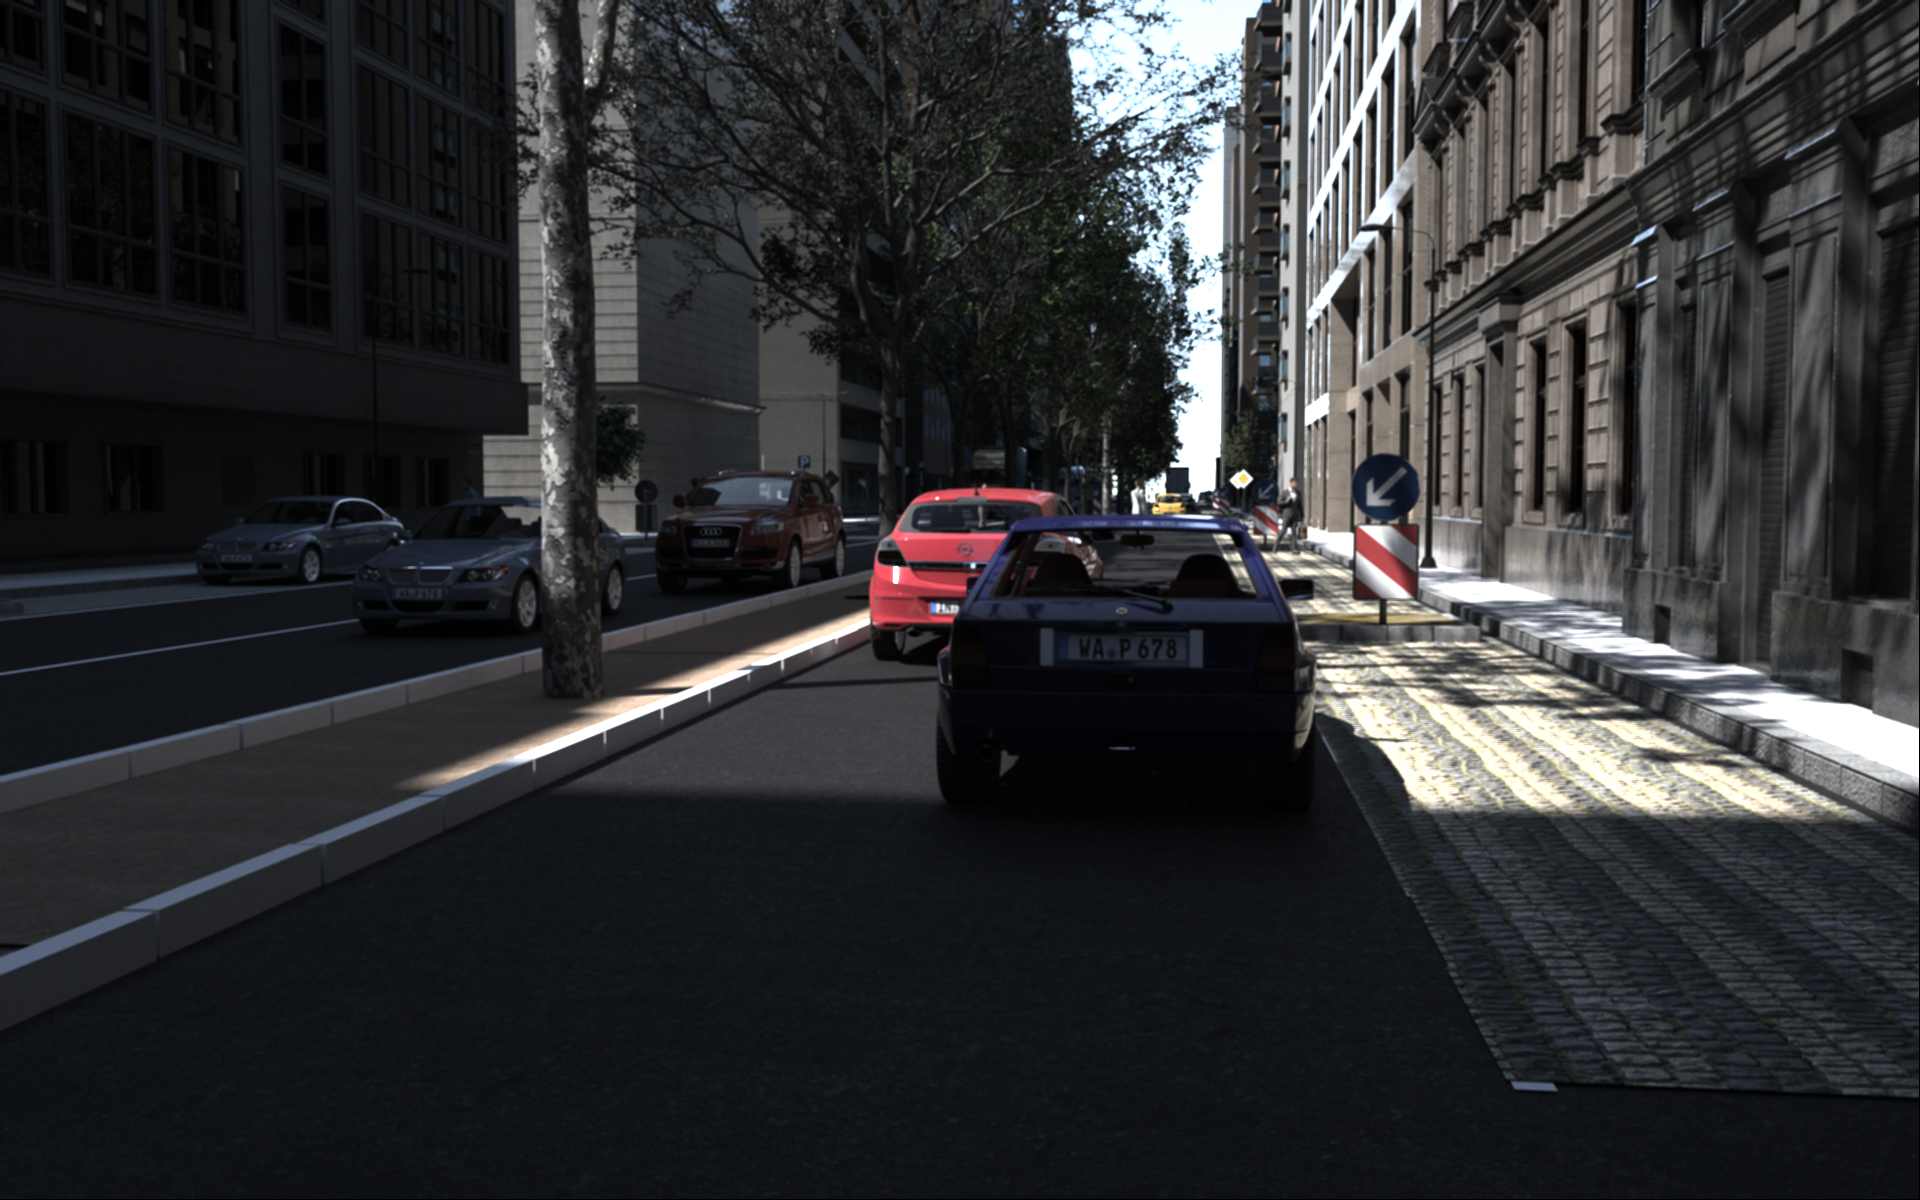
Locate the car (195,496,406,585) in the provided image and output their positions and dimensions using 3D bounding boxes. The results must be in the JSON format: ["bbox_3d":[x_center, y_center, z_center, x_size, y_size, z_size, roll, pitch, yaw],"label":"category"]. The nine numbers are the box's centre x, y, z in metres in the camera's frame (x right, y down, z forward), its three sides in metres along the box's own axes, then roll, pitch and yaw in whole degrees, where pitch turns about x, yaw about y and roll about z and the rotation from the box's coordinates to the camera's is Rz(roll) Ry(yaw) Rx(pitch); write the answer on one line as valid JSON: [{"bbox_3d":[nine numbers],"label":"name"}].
[{"bbox_3d":[-10.819,-1.024,28.741,2.014,1.417,4.499,0,4,8],"label":"car"}]

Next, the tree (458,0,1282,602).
[{"bbox_3d":[-0.979,-6.751,23.212,12.009,13.543,11.850,0,3,0],"label":"tree"}]

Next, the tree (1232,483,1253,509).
[{"bbox_3d":[25.150,-9.750,154.009,1.663,3.219,1.824,0,3,0],"label":"tree"}]

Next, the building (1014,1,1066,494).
[{"bbox_3d":[5.098,-57.442,251.854,22.319,86.520,31.000,0,4,8],"label":"building"}]

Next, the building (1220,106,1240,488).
[{"bbox_3d":[50.126,-44.028,261.850,21.231,58.520,28.212,0,4,8],"label":"building"}]

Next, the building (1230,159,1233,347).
[{"bbox_3d":[41.017,-34.703,217.497,14.600,45.320,14.200,0,4,8],"label":"building"}]

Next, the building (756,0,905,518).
[{"bbox_3d":[-15.405,-29.036,98.441,21.300,48.544,21.600,0,4,8],"label":"building"}]

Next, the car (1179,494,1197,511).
[{"bbox_3d":[18.833,-8.169,145.353,2.131,1.459,4.920,0,4,8],"label":"car"}]

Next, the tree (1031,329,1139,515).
[{"bbox_3d":[4.707,-6.952,66.480,4.360,8.622,3.978,0,3,0],"label":"tree"}]

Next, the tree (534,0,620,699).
[{"bbox_3d":[-1.635,-9.312,10.600,12.611,20.169,13.585,0,3,0],"label":"tree"}]

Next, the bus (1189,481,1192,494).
[{"bbox_3d":[34.547,-17.010,269.660,2.896,3.916,12.252,1,4,9],"label":"bus"}]

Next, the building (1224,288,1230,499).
[{"bbox_3d":[43.987,-28.756,241.869,14.160,30.474,14.107,0,4,8],"label":"building"}]

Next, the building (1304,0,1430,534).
[{"bbox_3d":[20.965,-15.016,50.024,19.350,26.468,34.151,0,4,8],"label":"building"}]

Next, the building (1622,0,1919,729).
[{"bbox_3d":[9.571,-9.587,5.894,9.793,20.994,18.267,0,4,8],"label":"building"}]

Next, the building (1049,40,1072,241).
[{"bbox_3d":[9.550,-51.388,278.441,20.563,71.187,20.611,0,4,8],"label":"building"}]

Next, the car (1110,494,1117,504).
[{"bbox_3d":[22.452,-14.856,254.890,2.014,1.417,4.499,0,4,7],"label":"car"}]

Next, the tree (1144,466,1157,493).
[{"bbox_3d":[9.890,-9.401,106.531,4.360,8.622,3.978,0,3,0],"label":"tree"}]

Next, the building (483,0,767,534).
[{"bbox_3d":[-30.505,-17.674,65.377,44.131,29.872,17.030,0,4,8],"label":"building"}]

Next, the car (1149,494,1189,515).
[{"bbox_3d":[10.747,-4.817,88.979,2.015,1.641,3.980,0,4,6],"label":"car"}]

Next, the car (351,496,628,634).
[{"bbox_3d":[-5.088,-0.447,19.316,2.014,1.417,4.499,0,4,7],"label":"car"}]

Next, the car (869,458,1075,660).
[{"bbox_3d":[0.353,-0.447,16.346,2.155,1.783,4.494,1,4,8],"label":"car"}]

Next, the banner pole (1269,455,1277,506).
[{"bbox_3d":[20.002,-7.372,110.546,0.401,3.779,0.863,-2,4,-35],"label":"banner pole"}]

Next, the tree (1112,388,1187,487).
[{"bbox_3d":[15.595,-13.975,149.068,7.486,12.596,7.792,0,3,0],"label":"tree"}]

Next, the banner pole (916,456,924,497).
[{"bbox_3d":[-2.642,-7.548,113.425,0.401,3.779,0.863,3,5,43],"label":"banner pole"}]

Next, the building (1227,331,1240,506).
[{"bbox_3d":[44.519,-21.449,195.731,27.650,21.520,28.899,0,4,8],"label":"building"}]

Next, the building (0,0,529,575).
[{"bbox_3d":[-19.561,-14.702,33.889,14.314,27.812,24.014,0,4,8],"label":"building"}]

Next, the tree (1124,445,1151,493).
[{"bbox_3d":[14.877,-11.621,142.815,4.737,8.622,4.395,0,3,0],"label":"tree"}]

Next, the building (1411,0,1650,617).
[{"bbox_3d":[12.574,-9.776,24.460,10.561,19.102,19.286,0,4,8],"label":"building"}]

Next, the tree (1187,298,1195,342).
[{"bbox_3d":[2.632,-6.983,51.047,8.767,10.594,7.601,0,4,8],"label":"tree"}]

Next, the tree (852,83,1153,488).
[{"bbox_3d":[1.161,-6.977,42.284,9.928,11.665,9.643,0,3,0],"label":"tree"}]

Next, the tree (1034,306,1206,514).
[{"bbox_3d":[9.239,-11.003,99.358,9.611,12.733,9.660,0,3,0],"label":"tree"}]

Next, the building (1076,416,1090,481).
[{"bbox_3d":[15.098,-39.517,296.220,14.600,45.320,14.200,0,4,8],"label":"building"}]

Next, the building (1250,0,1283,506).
[{"bbox_3d":[32.140,-28.638,122.852,22.147,44.769,28.867,0,4,8],"label":"building"}]

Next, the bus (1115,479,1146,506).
[{"bbox_3d":[20.479,-12.958,206.730,2.948,3.499,13.247,1,4,10],"label":"bus"}]

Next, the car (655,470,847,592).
[{"bbox_3d":[-3.150,-1.118,26.954,2.281,1.827,5.304,0,4,8],"label":"car"}]

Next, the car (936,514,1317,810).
[{"bbox_3d":[0.938,0.202,9.284,1.945,1.354,3.894,0,4,8],"label":"car"}]

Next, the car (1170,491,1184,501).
[{"bbox_3d":[15.841,-7.337,130.183,2.015,1.641,3.980,0,4,8],"label":"car"}]

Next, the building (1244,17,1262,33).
[{"bbox_3d":[33.023,-31.202,160.263,14.600,45.320,14.200,0,4,8],"label":"building"}]

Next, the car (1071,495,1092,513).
[{"bbox_3d":[9.506,-7.386,132.766,2.014,1.417,4.499,1,4,8],"label":"car"}]

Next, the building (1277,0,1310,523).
[{"bbox_3d":[26.768,-28.232,85.288,21.600,48.544,21.300,0,4,8],"label":"building"}]

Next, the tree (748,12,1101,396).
[{"bbox_3d":[-0.174,-5.890,33.169,8.767,10.594,7.601,0,4,8],"label":"tree"}]

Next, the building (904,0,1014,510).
[{"bbox_3d":[-3.033,-30.360,146.494,14.600,45.320,14.200,0,4,8],"label":"building"}]

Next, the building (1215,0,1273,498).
[{"bbox_3d":[54.687,-59.829,290.880,22.319,86.520,31.000,0,4,8],"label":"building"}]

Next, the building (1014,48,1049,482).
[{"bbox_3d":[-3.518,-38.000,210.533,28.713,52.752,27.495,0,4,8],"label":"building"}]

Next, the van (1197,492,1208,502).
[{"bbox_3d":[40.942,-17.434,292.048,2.013,2.044,4.112,0,4,7],"label":"van"}]
